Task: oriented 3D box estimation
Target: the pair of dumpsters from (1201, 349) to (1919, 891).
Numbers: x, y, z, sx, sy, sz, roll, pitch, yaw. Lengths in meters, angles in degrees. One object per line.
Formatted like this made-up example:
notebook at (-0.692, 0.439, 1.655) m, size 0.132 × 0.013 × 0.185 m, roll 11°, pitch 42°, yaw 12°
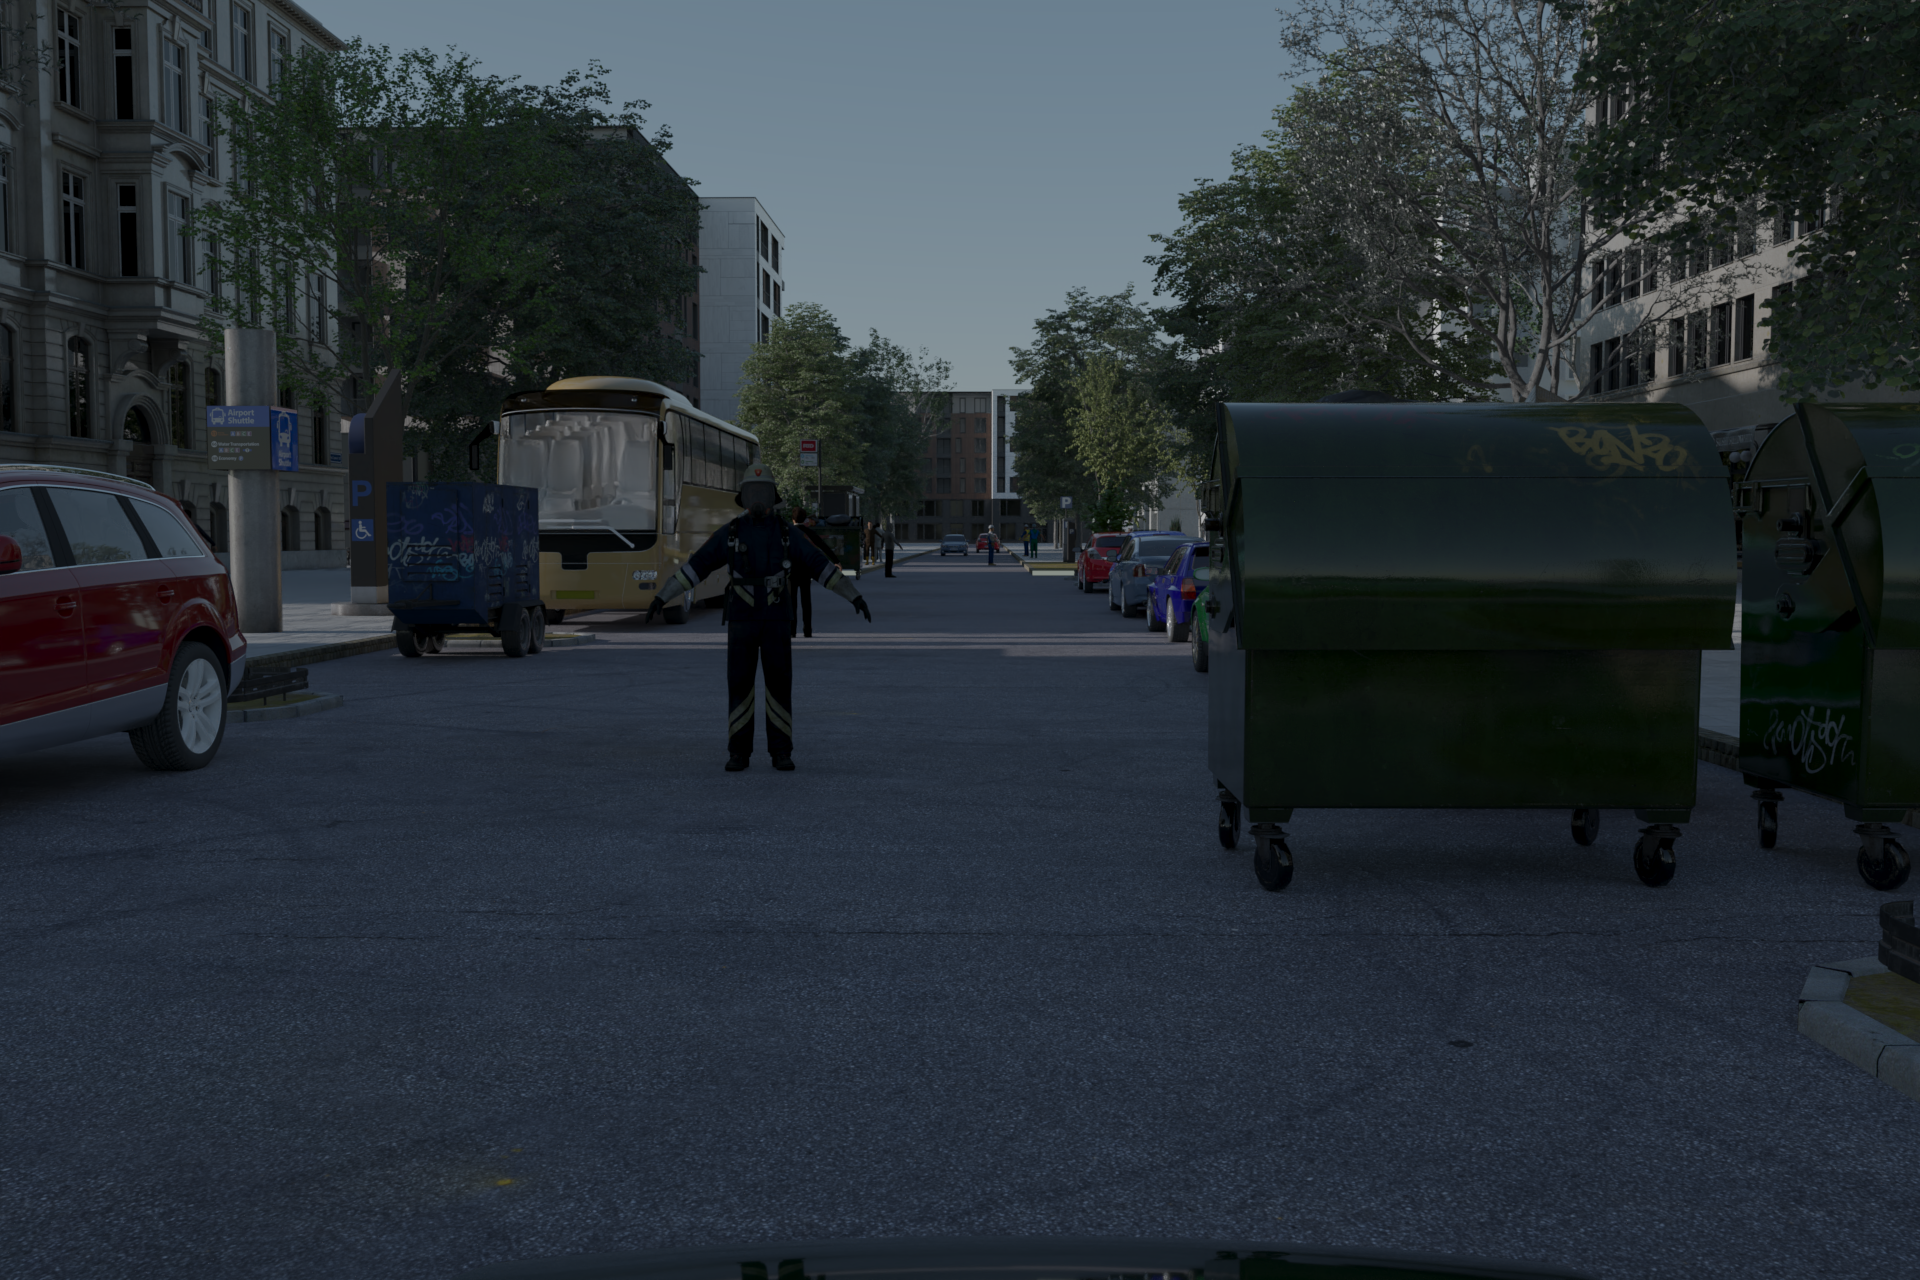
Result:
pair of dumpsters at (3.264, -0.150, 7.403) m, size 4.436 × 2.255 × 1.574 m, roll 0°, pitch 4°, yaw 1°

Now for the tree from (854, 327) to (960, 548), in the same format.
tree at (-6.018, -18.449, 157.523) m, size 12.611 × 20.169 × 13.585 m, roll 0°, pitch 3°, yaw 0°

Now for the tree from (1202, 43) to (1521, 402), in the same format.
tree at (9.229, -7.524, 41.142) m, size 7.486 × 12.596 × 7.792 m, roll 0°, pitch 3°, yaw 0°

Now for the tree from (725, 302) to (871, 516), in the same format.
tree at (-7.974, -10.216, 85.159) m, size 7.486 × 12.596 × 7.792 m, roll 0°, pitch 3°, yaw 0°

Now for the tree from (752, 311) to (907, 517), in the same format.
tree at (-7.466, -11.750, 98.770) m, size 9.857 × 13.997 × 8.962 m, roll 0°, pitch 3°, yaw 0°

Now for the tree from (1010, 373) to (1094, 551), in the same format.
tree at (8.230, -13.886, 133.691) m, size 9.857 × 13.997 × 8.962 m, roll 0°, pitch 3°, yaw 0°

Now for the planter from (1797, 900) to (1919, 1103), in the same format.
planter at (3.408, 1.012, 4.598) m, size 1.991 × 0.319 × 1.994 m, roll 0°, pitch 3°, yaw 0°

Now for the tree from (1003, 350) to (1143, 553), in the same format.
tree at (8.109, -13.048, 119.988) m, size 9.857 × 13.997 × 8.962 m, roll 0°, pitch 3°, yaw 0°

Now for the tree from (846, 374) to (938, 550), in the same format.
tree at (-6.637, -14.094, 137.093) m, size 9.857 × 13.997 × 8.962 m, roll 0°, pitch 3°, yaw 0°

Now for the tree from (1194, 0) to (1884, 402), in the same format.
tree at (9.433, -7.219, 28.405) m, size 12.009 × 13.543 × 11.850 m, roll 0°, pitch 3°, yaw 0°

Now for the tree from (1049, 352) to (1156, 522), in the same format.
tree at (8.842, -11.574, 107.369) m, size 7.486 × 12.596 × 7.792 m, roll 0°, pitch 3°, yaw 0°

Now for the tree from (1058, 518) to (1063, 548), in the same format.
tree at (9.435, -14.318, 159.846) m, size 9.928 × 11.665 × 9.643 m, roll 0°, pitch 3°, yaw 0°

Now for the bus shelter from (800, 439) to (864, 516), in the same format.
bus shelter at (-5.617, -6.012, 75.929) m, size 2.179 × 5.291 × 8.768 m, roll 0°, pitch 4°, yaw 1°

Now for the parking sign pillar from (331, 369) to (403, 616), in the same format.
parking sign pillar at (-9.328, -2.399, 27.690) m, size 1.447 × 3.967 × 1.447 m, roll 0°, pitch 4°, yaw 2°

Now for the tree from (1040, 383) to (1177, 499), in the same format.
tree at (8.012, -9.984, 97.658) m, size 8.767 × 10.594 × 7.601 m, roll 0°, pitch 4°, yaw -3°

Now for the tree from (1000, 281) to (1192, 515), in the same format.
tree at (7.086, -11.023, 86.876) m, size 9.857 × 13.997 × 8.962 m, roll 0°, pitch 3°, yaw 0°

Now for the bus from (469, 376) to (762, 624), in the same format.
bus at (-5.499, -2.398, 30.749) m, size 2.896 × 3.916 × 12.252 m, roll 0°, pitch 4°, yaw 1°

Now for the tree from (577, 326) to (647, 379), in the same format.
tree at (-11.519, -6.424, 55.387) m, size 4.360 × 8.622 × 3.978 m, roll 0°, pitch 3°, yaw 0°

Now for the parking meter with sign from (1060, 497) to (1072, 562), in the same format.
parking meter with sign at (4.925, -5.108, 79.778) m, size 0.543 × 3.016 × 1.738 m, roll 0°, pitch 4°, yaw 1°

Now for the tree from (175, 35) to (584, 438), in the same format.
tree at (-11.776, -6.709, 35.456) m, size 9.928 × 11.665 × 9.643 m, roll 0°, pitch 3°, yaw 0°

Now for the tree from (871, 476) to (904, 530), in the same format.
tree at (-6.844, -11.947, 145.703) m, size 4.360 × 8.622 × 3.978 m, roll 0°, pitch 3°, yaw 0°

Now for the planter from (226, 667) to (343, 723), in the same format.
planter at (-6.154, 0.437, 13.990) m, size 1.991 × 0.319 × 1.994 m, roll 0°, pitch 4°, yaw 2°

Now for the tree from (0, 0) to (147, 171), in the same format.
tree at (-12.141, -6.301, 13.396) m, size 12.009 × 13.543 × 11.850 m, roll 0°, pitch 3°, yaw 0°

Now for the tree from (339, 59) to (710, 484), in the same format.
tree at (-11.462, -8.551, 46.471) m, size 9.857 × 13.997 × 8.962 m, roll 0°, pitch 3°, yaw 0°

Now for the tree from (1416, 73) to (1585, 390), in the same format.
tree at (25.635, -13.180, 71.375) m, size 12.611 × 20.169 × 13.585 m, roll 0°, pitch 3°, yaw 0°

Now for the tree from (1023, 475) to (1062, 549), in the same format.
tree at (8.432, -14.093, 148.550) m, size 7.486 × 12.596 × 7.792 m, roll 0°, pitch 3°, yaw 0°

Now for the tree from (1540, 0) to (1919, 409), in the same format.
tree at (9.314, -6.584, 14.297) m, size 9.857 × 13.997 × 8.962 m, roll 0°, pitch 3°, yaw 0°

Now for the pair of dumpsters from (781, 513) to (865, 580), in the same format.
pair of dumpsters at (-5.212, -3.011, 54.183) m, size 4.436 × 2.255 × 1.574 m, roll 0°, pitch 4°, yaw 1°

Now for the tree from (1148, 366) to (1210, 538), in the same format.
tree at (10.340, -7.615, 74.872) m, size 4.737 × 8.622 × 4.395 m, roll 0°, pitch 3°, yaw 0°

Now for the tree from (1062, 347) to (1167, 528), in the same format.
tree at (5.785, -7.186, 67.849) m, size 4.737 × 8.622 × 4.395 m, roll 0°, pitch 3°, yaw 0°

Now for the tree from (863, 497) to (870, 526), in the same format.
tree at (-7.497, -10.390, 120.234) m, size 4.360 × 8.622 × 3.978 m, roll 0°, pitch 3°, yaw 0°

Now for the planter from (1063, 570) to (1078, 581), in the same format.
planter at (4.243, -2.026, 54.264) m, size 1.991 × 0.319 × 1.994 m, roll 0°, pitch 4°, yaw 1°

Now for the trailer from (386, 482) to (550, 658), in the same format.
trailer at (-5.771, -0.773, 19.688) m, size 1.471 × 1.999 × 3.904 m, roll 0°, pitch 4°, yaw 1°

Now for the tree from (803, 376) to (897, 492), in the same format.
tree at (-7.592, -11.315, 110.760) m, size 9.928 × 11.665 × 9.643 m, roll 0°, pitch 3°, yaw 0°

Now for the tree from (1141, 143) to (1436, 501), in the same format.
tree at (10.427, -9.095, 55.356) m, size 9.857 × 13.997 × 8.962 m, roll 0°, pitch 3°, yaw 0°
